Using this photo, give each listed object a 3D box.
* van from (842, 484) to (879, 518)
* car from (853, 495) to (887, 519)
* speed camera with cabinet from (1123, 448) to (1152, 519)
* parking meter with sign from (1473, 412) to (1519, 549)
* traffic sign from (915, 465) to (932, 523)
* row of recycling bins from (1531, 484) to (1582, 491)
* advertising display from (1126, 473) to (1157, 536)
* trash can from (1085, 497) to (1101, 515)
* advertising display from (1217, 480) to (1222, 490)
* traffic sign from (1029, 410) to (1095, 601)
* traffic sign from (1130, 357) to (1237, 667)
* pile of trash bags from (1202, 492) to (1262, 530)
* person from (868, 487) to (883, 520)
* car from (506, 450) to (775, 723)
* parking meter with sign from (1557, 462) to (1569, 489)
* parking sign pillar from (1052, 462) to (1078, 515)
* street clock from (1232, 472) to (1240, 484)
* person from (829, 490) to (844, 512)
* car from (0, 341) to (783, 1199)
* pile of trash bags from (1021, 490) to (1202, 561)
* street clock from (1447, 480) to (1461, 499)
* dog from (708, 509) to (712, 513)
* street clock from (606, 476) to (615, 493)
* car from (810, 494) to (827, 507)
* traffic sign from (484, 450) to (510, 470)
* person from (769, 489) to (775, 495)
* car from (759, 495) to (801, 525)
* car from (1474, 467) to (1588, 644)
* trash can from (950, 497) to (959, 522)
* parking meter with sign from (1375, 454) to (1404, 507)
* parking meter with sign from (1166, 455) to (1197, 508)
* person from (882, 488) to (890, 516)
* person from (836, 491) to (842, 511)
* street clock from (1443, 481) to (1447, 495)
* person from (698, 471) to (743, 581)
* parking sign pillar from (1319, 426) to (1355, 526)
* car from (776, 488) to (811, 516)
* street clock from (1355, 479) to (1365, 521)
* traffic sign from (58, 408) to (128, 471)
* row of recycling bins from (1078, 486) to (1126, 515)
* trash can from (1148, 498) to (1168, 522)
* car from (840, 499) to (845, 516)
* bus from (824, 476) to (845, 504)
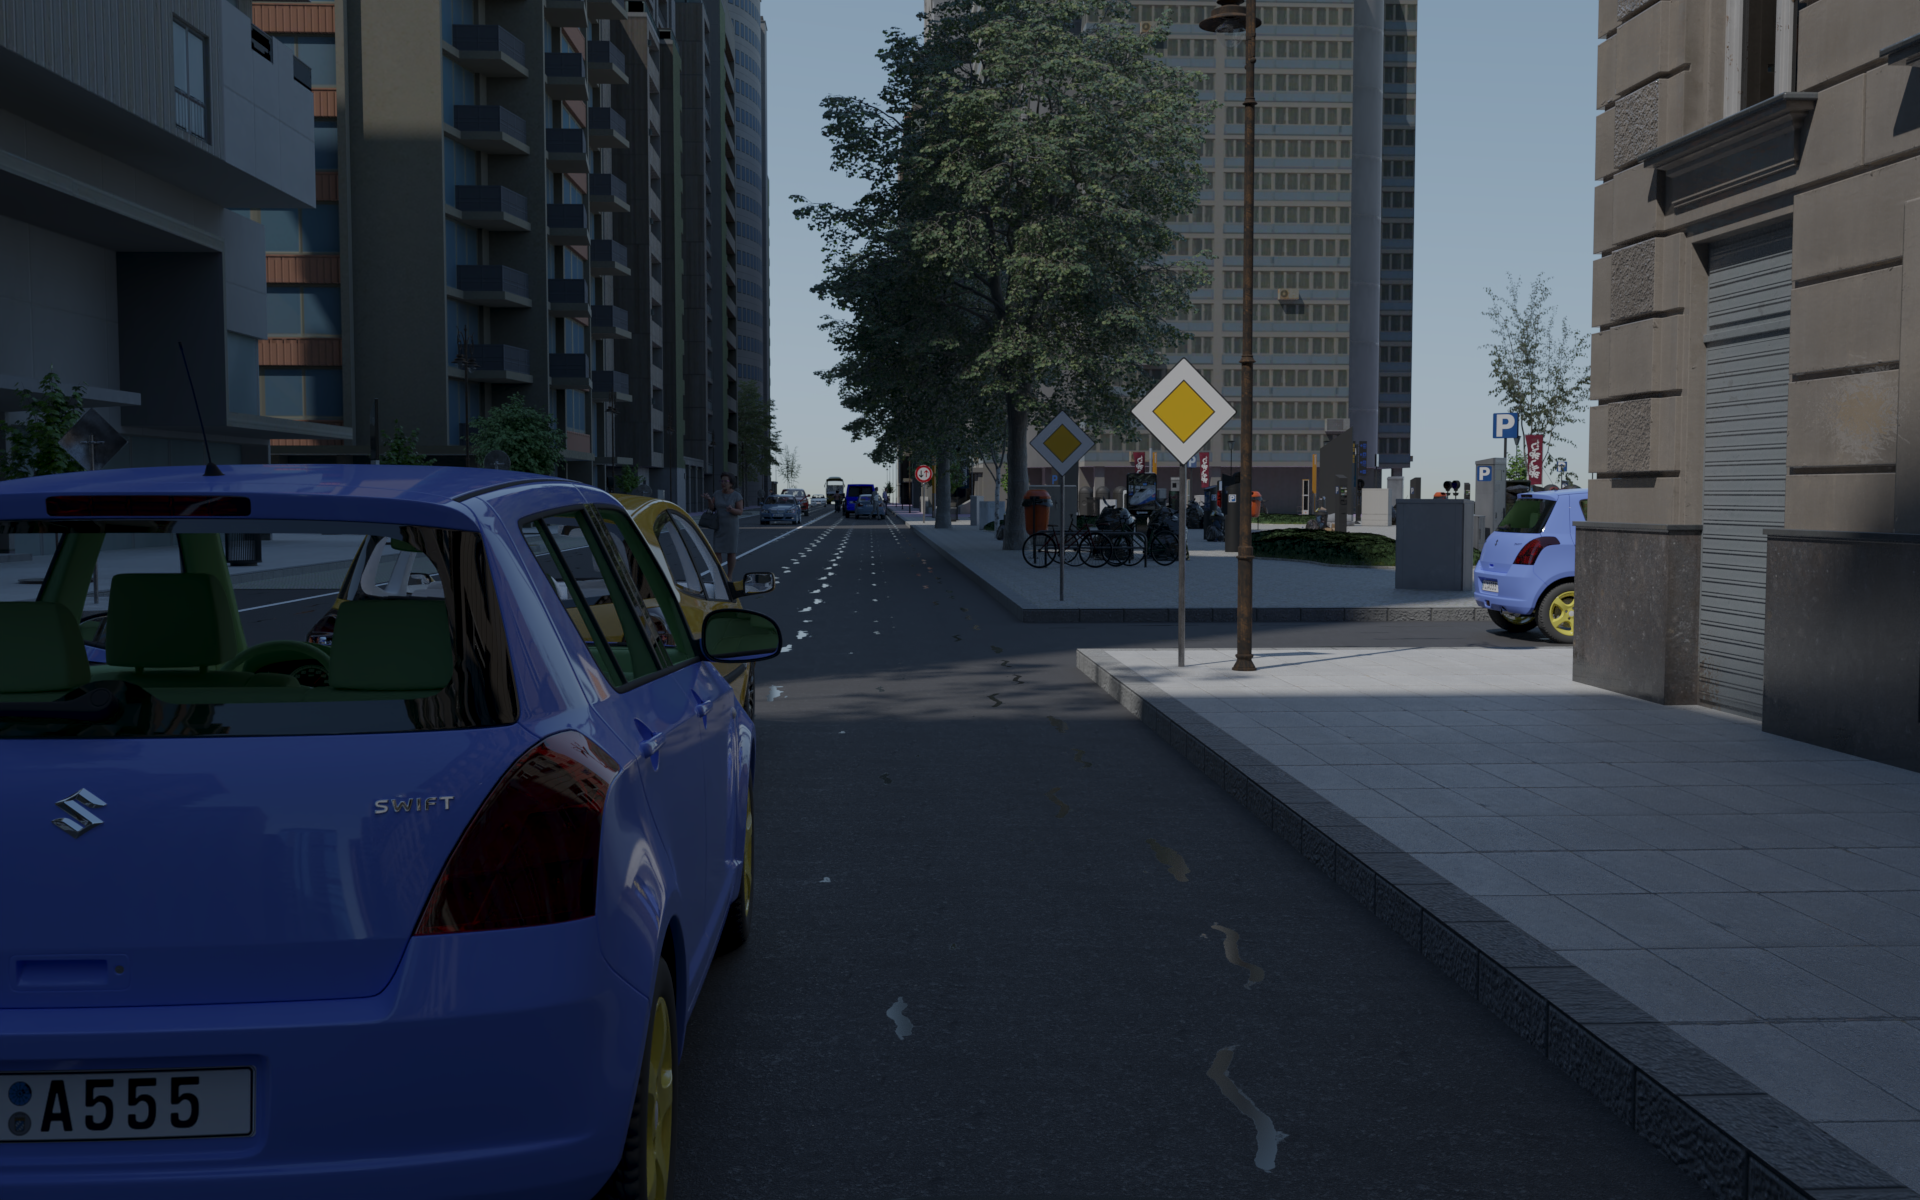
[{"bbox_3d":[-6.039,-6.174,105.324,2.240,2.365,5.245,0,4,-3],"label":"van"},{"bbox_3d":[-5.175,-5.353,99.521,2.014,1.417,4.499,0,4,-3],"label":"car"},{"bbox_3d":[7.799,-4.956,75.366,0.660,3.252,2.038,-1,4,-22],"label":"speed camera with cabinet"},{"bbox_3d":[11.167,-2.464,36.543,0.543,3.016,1.738,3,5,39],"label":"parking meter with sign"},{"bbox_3d":[-1.589,-4.651,76.147,0.768,2.556,0.104,0,4,5],"label":"traffic sign"},{"bbox_3d":[24.036,-3.953,71.738,3.534,1.692,1.069,-1,4,-9],"label":"row of recycling bins"},{"bbox_3d":[5.567,-2.930,53.118,0.974,1.923,0.123,-1,4,-18],"label":"advertising display"},{"bbox_3d":[6.173,-4.194,80.219,0.748,1.137,0.748,0,3,0],"label":"trash can"},{"bbox_3d":[12.407,-4.654,81.302,0.974,1.923,0.123,-3,5,-43],"label":"advertising display"},{"bbox_3d":[1.222,-1.049,20.786,0.795,2.450,0.064,0,4,-3],"label":"traffic sign"},{"bbox_3d":[1.643,-0.561,12.811,0.795,2.450,0.064,0,4,-3],"label":"traffic sign"},{"bbox_3d":[9.649,-3.262,63.085,1.912,1.369,3.447,-3,4,-38],"label":"pile of trash bags"},{"bbox_3d":[-4.637,-5.259,94.591,0.850,1.850,0.679,1,4,11],"label":"person"},{"bbox_3d":[-1.976,0.091,8.731,2.015,1.641,3.980,0,4,-3],"label":"car"},{"bbox_3d":[32.758,-5.942,93.405,0.543,3.016,1.738,3,5,41],"label":"parking meter with sign"},{"bbox_3d":[4.681,-5.427,77.204,1.447,3.967,1.447,-3,5,-42],"label":"parking sign pillar"},{"bbox_3d":[9.065,-3.158,56.200,0.471,2.002,0.358,-1,4,-15],"label":"street clock"},{"bbox_3d":[-9.583,-7.678,134.745,1.217,1.736,0.721,-1,4,-16],"label":"person"},{"bbox_3d":[-1.439,0.319,4.377,1.945,1.707,3.694,0,4,-3],"label":"car"},{"bbox_3d":[2.889,-1.501,34.294,3.447,1.369,1.912,1,4,15],"label":"pile of trash bags"},{"bbox_3d":[25.868,-5.249,90.384,0.358,2.002,0.471,-2,4,-25],"label":"street clock"},{"bbox_3d":[-13.251,-4.548,91.195,0.513,0.831,0.800,-1,4,-21],"label":"dog"},{"bbox_3d":[-14.405,-4.085,71.361,0.358,2.002,0.471,-1,4,-23],"label":"street clock"},{"bbox_3d":[-15.785,-11.071,193.015,2.014,1.417,4.499,0,4,-5],"label":"car"},{"bbox_3d":[-13.396,-3.060,50.139,0.768,2.556,0.104,0,4,-1],"label":"traffic sign"},{"bbox_3d":[-13.012,-6.742,119.186,0.568,1.767,0.683,-2,4,-29],"label":"person"},{"bbox_3d":[-8.530,-4.313,82.518,2.014,1.417,4.499,0,4,-2],"label":"car"},{"bbox_3d":[7.102,-0.473,17.330,3.694,1.707,1.945,0,4,-1],"label":"car"},{"bbox_3d":[-0.394,-4.189,80.148,0.748,1.137,0.748,0,3,0],"label":"trash can"},{"bbox_3d":[18.858,-4.814,74.973,1.738,3.016,0.543,1,4,22],"label":"parking meter with sign"},{"bbox_3d":[9.948,-5.038,78.639,0.543,3.016,1.738,-2,4,-34],"label":"parking meter with sign"},{"bbox_3d":[-4.816,-6.475,114.230,0.599,1.838,0.709,1,4,22],"label":"person"},{"bbox_3d":[-10.026,-8.193,143.258,0.445,1.727,0.742,1,4,22],"label":"person"},{"bbox_3d":[26.534,-5.484,94.236,0.358,2.002,0.471,-3,5,-41],"label":"street clock"},{"bbox_3d":[-3.744,-1.103,26.899,0.716,1.782,0.532,1,4,13],"label":"person"},{"bbox_3d":[15.056,-4.938,69.207,1.447,3.967,1.447,2,4,26],"label":"parking sign pillar"},{"bbox_3d":[-11.017,-6.471,114.473,2.281,1.827,5.304,0,4,-5],"label":"car"},{"bbox_3d":[18.939,-4.746,82.167,0.471,2.002,0.358,0,4,8],"label":"street clock"},{"bbox_3d":[-10.107,-1.013,20.211,0.795,2.450,0.064,0,4,-3],"label":"traffic sign"},{"bbox_3d":[7.095,-5.134,91.052,3.534,1.692,1.069,0,4,7],"label":"row of recycling bins"},{"bbox_3d":[6.950,-3.024,61.093,0.748,1.137,0.748,0,3,0],"label":"trash can"},{"bbox_3d":[-7.036,-6.509,116.211,2.009,1.686,4.222,0,4,-3],"label":"car"},{"bbox_3d":[-17.734,-15.542,245.653,2.896,3.916,12.252,0,4,-4],"label":"bus"}]
